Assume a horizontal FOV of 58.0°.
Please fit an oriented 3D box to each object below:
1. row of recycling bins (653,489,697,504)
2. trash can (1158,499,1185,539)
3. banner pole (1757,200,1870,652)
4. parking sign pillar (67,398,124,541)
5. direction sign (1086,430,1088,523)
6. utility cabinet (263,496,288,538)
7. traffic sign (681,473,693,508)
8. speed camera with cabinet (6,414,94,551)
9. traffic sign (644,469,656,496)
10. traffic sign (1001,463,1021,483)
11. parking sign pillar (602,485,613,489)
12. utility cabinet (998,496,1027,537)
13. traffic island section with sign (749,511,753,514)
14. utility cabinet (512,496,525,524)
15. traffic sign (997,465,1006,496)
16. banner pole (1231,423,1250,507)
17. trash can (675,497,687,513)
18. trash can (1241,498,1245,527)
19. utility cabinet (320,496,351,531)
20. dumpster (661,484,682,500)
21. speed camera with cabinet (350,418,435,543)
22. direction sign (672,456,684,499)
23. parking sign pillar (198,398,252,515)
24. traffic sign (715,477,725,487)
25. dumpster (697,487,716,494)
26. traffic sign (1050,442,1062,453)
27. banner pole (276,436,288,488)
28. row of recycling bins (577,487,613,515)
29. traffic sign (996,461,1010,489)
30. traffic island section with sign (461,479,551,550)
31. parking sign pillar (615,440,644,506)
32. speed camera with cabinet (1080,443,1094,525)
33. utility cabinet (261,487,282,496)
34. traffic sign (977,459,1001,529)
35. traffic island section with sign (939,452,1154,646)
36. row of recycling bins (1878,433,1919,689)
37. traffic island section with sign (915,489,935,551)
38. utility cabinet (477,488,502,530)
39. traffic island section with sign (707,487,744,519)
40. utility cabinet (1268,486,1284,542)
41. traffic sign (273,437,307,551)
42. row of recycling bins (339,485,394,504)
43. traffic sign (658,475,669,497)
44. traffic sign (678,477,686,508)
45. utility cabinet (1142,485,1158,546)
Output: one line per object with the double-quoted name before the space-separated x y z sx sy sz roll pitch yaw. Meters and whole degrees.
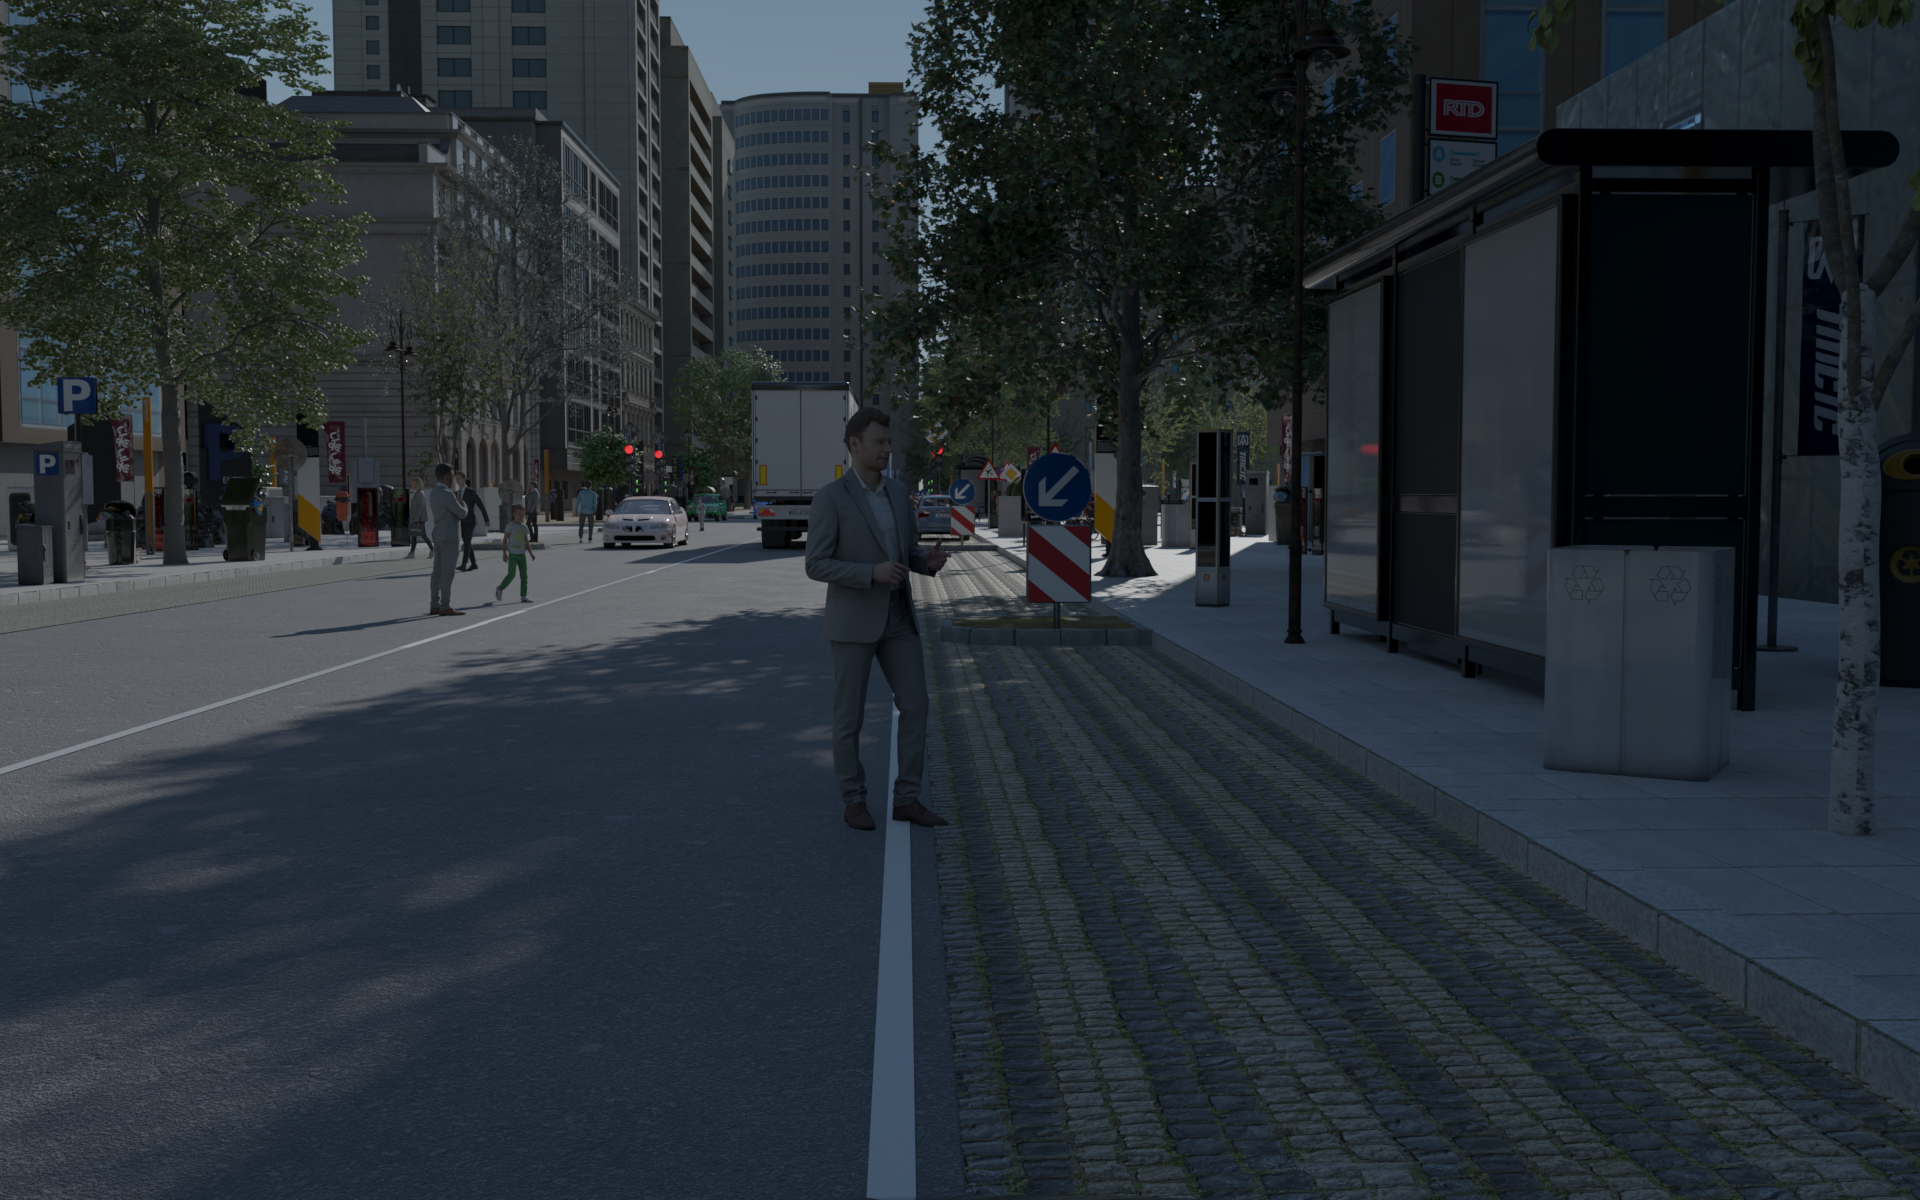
"row of recycling bins" -21.920 -7.747 133.776 3.534 1.692 1.069 -1 4 -20
"trash can" 5.799 -2.191 47.484 0.748 1.137 0.748 0 3 0
"banner pole" 6.831 -1.464 13.961 0.401 3.779 0.863 -3 5 -42
"parking sign pillar" -23.681 -3.608 47.464 1.447 3.967 1.447 -1 4 -16
"direction sign" 4.521 -4.257 61.604 0.379 3.537 0.876 0 4 7
"utility cabinet" -20.218 -2.404 50.462 1.020 1.237 0.306 -1 4 -21
"traffic sign" -16.709 -6.470 105.887 0.768 2.556 0.104 0 4 4
"speed camera with cabinet" -20.467 -2.725 38.893 2.038 3.252 0.660 1 4 20
"traffic sign" -16.037 -5.455 89.302 0.768 2.556 0.104 0 4 4
"traffic sign" 1.912 -3.893 64.843 0.795 2.450 0.064 0 4 2
"parking sign pillar" -21.982 -7.416 109.729 1.447 3.967 1.447 0 4 -4
"utility cabinet" 1.661 -2.509 52.181 1.020 1.237 0.306 0 4 4
"traffic island section with sign" -14.289 -7.194 126.250 1.989 1.847 2.006 0 4 -2
"utility cabinet" -16.385 -3.178 63.121 1.020 1.237 0.306 0 4 8
"traffic sign" 1.977 -4.641 75.989 0.768 2.556 0.104 0 4 5
"banner pole" 9.789 -4.335 60.890 0.863 3.779 0.401 0 4 -5
"trash can" -15.661 -5.231 97.187 0.748 1.137 0.748 0 3 0
"trash can" 11.403 -3.453 68.102 0.748 1.137 0.748 0 3 0
"utility cabinet" -21.429 -2.948 59.368 1.020 1.237 0.306 -3 4 -35
"dumpster" -17.468 -6.029 104.337 1.264 1.857 1.865 0 4 -2
"speed camera with cabinet" -14.890 -3.124 45.415 2.038 3.252 0.660 -2 4 -26
"direction sign" -16.751 -6.777 102.798 0.379 3.537 0.876 3 4 37
"parking sign pillar" -20.469 -3.658 48.278 1.447 3.967 1.447 3 5 42
"traffic sign" -18.096 -7.987 130.698 0.768 2.556 0.104 0 4 -1
"dumpster" -18.582 -7.403 126.799 1.264 1.857 1.865 0 4 -2
"traffic sign" 2.365 -2.630 43.003 0.884 2.594 0.081 0 4 4
"banner pole" -29.118 -5.170 74.542 0.401 3.779 0.863 3 4 37
"row of recycling bins" -22.526 -6.109 106.998 1.069 1.692 3.534 -3 5 -45
"traffic sign" 1.851 -4.156 67.948 0.884 2.594 0.081 0 4 7
"traffic island section with sign" -11.664 -2.210 44.756 1.989 1.847 2.006 0 4 -2
"parking sign pillar" -16.208 -5.913 85.157 1.447 3.967 1.447 -1 4 -12
"speed camera with cabinet" 4.768 -4.465 67.335 0.660 3.252 2.038 0 4 -4
"utility cabinet" -21.513 -2.775 54.045 0.318 1.500 1.173 0 4 1
"traffic sign" 1.054 -3.868 63.250 0.884 2.594 0.081 0 4 0
"traffic island section with sign" 0.796 -0.522 17.166 1.989 1.847 2.006 0 4 -2
"row of recycling bins" 7.135 -0.212 10.579 1.069 1.692 3.534 -2 4 -28
"traffic island section with sign" -0.073 -2.172 44.144 1.989 1.847 2.006 0 4 -2
"utility cabinet" -16.432 -3.178 60.647 0.318 1.500 1.173 1 4 21
"traffic island section with sign" -13.420 -5.546 99.308 1.989 1.847 2.006 0 4 -2
"utility cabinet" 8.453 -2.278 45.917 0.318 1.500 1.173 0 4 -1
"traffic sign" -15.072 -2.378 38.981 0.768 2.556 0.104 0 4 3
"row of recycling bins" -26.160 -4.235 76.353 1.069 1.692 3.534 1 4 15
"traffic sign" -15.663 -5.469 91.555 0.606 2.300 0.079 0 4 7
"traffic sign" -17.142 -6.394 106.674 0.606 2.300 0.079 0 4 0
"utility cabinet" 4.295 -2.041 42.049 1.173 1.500 0.318 -3 5 -39
